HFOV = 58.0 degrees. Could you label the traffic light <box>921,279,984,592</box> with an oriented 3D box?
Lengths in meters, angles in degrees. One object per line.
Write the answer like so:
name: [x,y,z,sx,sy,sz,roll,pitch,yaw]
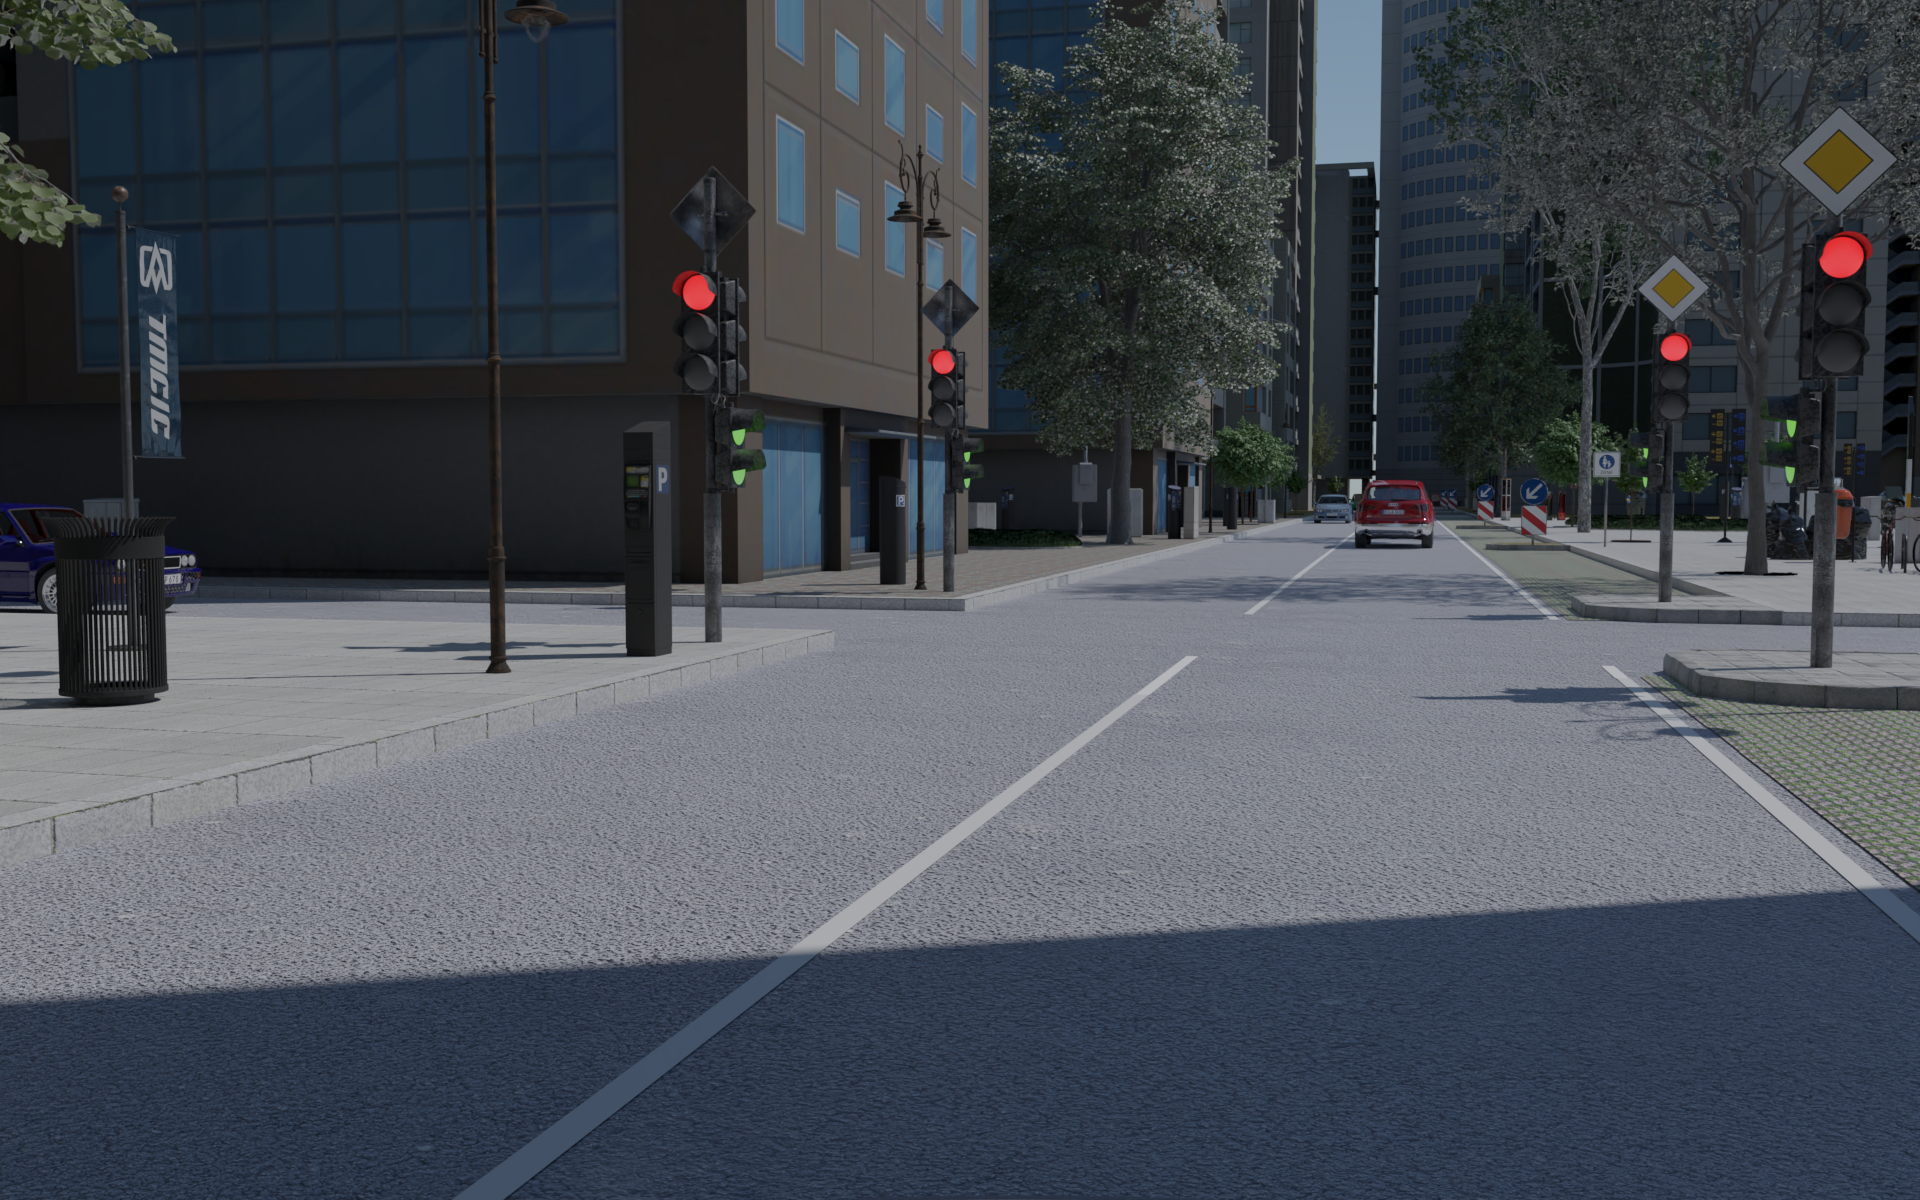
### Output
traffic light: [-0.132,-2.062,22.627,0.839,4.253,0.868,1,4,14]

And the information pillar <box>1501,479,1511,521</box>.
information pillar: [26.367,-4.839,83.616,0.304,2.012,0.304,-2,4,-29]

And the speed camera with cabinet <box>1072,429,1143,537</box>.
speed camera with cabinet: [4.384,-3.496,51.503,2.038,3.252,0.660,0,4,-4]

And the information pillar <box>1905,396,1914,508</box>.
information pillar: [22.712,-3.064,41.454,0.183,3.616,0.504,2,4,25]

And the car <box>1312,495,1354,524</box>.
car: [18.466,-4.507,85.685,2.014,1.417,4.499,1,4,14]

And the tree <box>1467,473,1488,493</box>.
tree: [38.214,-8.156,127.945,1.663,3.219,1.824,0,3,0]

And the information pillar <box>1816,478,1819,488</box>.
information pillar: [38.792,-4.502,78.094,0.304,2.012,0.304,0,4,1]

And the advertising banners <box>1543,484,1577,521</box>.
advertising banners: [29.174,-5.372,84.025,2.074,3.025,0.090,-1,4,-20]

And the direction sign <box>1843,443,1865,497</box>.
direction sign: [39.962,-5.228,77.471,0.876,3.537,0.379,3,5,41]

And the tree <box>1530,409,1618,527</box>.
tree: [23.747,-5.094,66.997,4.285,4.588,4.351,0,3,0]

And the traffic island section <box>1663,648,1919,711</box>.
traffic island section: [6.405,0.578,12.839,2.009,0.180,2.903,1,4,14]

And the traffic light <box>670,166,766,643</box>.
traffic light: [-2.121,-1.589,14.893,0.839,4.253,0.868,1,4,14]

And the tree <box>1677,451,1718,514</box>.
tree: [32.484,-5.029,76.820,1.663,3.219,1.824,0,3,0]

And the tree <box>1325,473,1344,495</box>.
tree: [34.209,-10.025,158.505,1.663,3.219,1.824,0,3,0]

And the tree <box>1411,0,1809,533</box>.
tree: [21.988,-12.251,56.187,12.611,20.169,13.585,0,3,0]

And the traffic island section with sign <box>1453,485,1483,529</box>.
traffic island section with sign: [21.341,-3.804,70.830,1.989,1.847,2.006,1,4,14]

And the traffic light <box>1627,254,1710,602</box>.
traffic light: [8.358,-1.930,20.468,0.839,4.253,0.868,1,4,14]

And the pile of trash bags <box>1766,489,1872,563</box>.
pile of trash bags: [16.808,-1.476,33.884,1.912,1.369,3.447,1,4,12]

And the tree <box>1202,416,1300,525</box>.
tree: [11.792,-5.423,72.380,4.285,4.588,4.351,0,3,0]

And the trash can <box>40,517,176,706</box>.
trash can: [-5.221,0.061,10.660,0.748,1.137,0.748,0,3,0]

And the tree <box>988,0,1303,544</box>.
tree: [4.139,-8.422,44.351,9.857,13.997,8.962,0,3,0]

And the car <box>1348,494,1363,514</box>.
car: [29.674,-7.282,127.854,1.959,1.807,4.718,1,4,13]

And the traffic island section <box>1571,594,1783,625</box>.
traffic island section: [8.394,0.104,20.573,2.009,0.180,2.903,1,4,14]

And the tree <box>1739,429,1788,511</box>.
tree: [39.580,-6.138,84.070,4.285,4.588,4.351,0,3,0]

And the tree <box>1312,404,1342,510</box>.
tree: [29.082,-11.709,141.808,4.737,8.622,4.395,0,3,0]

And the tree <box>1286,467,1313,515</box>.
tree: [20.872,-6.938,108.045,1.663,3.219,1.824,0,3,0]

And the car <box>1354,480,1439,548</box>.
car: [11.931,-2.370,47.421,2.281,1.827,5.304,1,4,16]

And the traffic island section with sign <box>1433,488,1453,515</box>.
traffic island section with sign: [33.904,-6.792,119.672,1.989,1.847,2.006,1,4,14]

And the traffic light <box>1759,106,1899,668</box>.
traffic light: [6.369,-1.456,12.734,0.839,4.253,0.868,1,4,14]

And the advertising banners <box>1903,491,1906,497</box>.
advertising banners: [42.950,-5.041,78.610,0.090,3.025,2.074,2,4,33]

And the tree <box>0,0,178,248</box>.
tree: [-6.041,-5.369,5.914,7.486,12.596,7.792,0,3,0]

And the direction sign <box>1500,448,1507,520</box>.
direction sign: [27.077,-5.752,86.044,0.379,3.537,0.876,2,4,24]

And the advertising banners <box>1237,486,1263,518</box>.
advertising banners: [15.783,-5.974,93.866,0.090,3.025,2.074,-2,4,-35]

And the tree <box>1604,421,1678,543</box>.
tree: [17.871,-3.141,45.951,1.663,3.219,1.824,0,3,0]

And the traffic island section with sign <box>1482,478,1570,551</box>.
traffic island section with sign: [14.540,-2.188,44.396,1.989,1.847,2.006,1,4,14]

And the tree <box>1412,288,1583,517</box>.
tree: [30.308,-11.005,96.943,9.611,12.733,9.660,0,3,0]

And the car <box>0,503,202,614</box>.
car: [-11.224,-0.501,20.774,3.894,1.354,1.945,1,4,13]

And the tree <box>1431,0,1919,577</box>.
tree: [12.586,-7.146,27.207,12.009,13.543,11.850,0,3,0]

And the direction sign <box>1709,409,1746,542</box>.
direction sign: [20.372,-3.304,46.025,0.876,3.537,0.379,1,4,13]

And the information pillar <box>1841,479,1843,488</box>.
information pillar: [43.653,-4.995,86.152,0.304,2.012,0.304,-1,4,-21]

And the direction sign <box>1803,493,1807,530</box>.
direction sign: [21.461,-3.176,43.930,0.379,3.537,0.876,3,4,36]

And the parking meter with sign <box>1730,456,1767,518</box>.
parking meter with sign: [36.142,-5.069,79.147,1.738,3.016,0.543,0,4,6]
